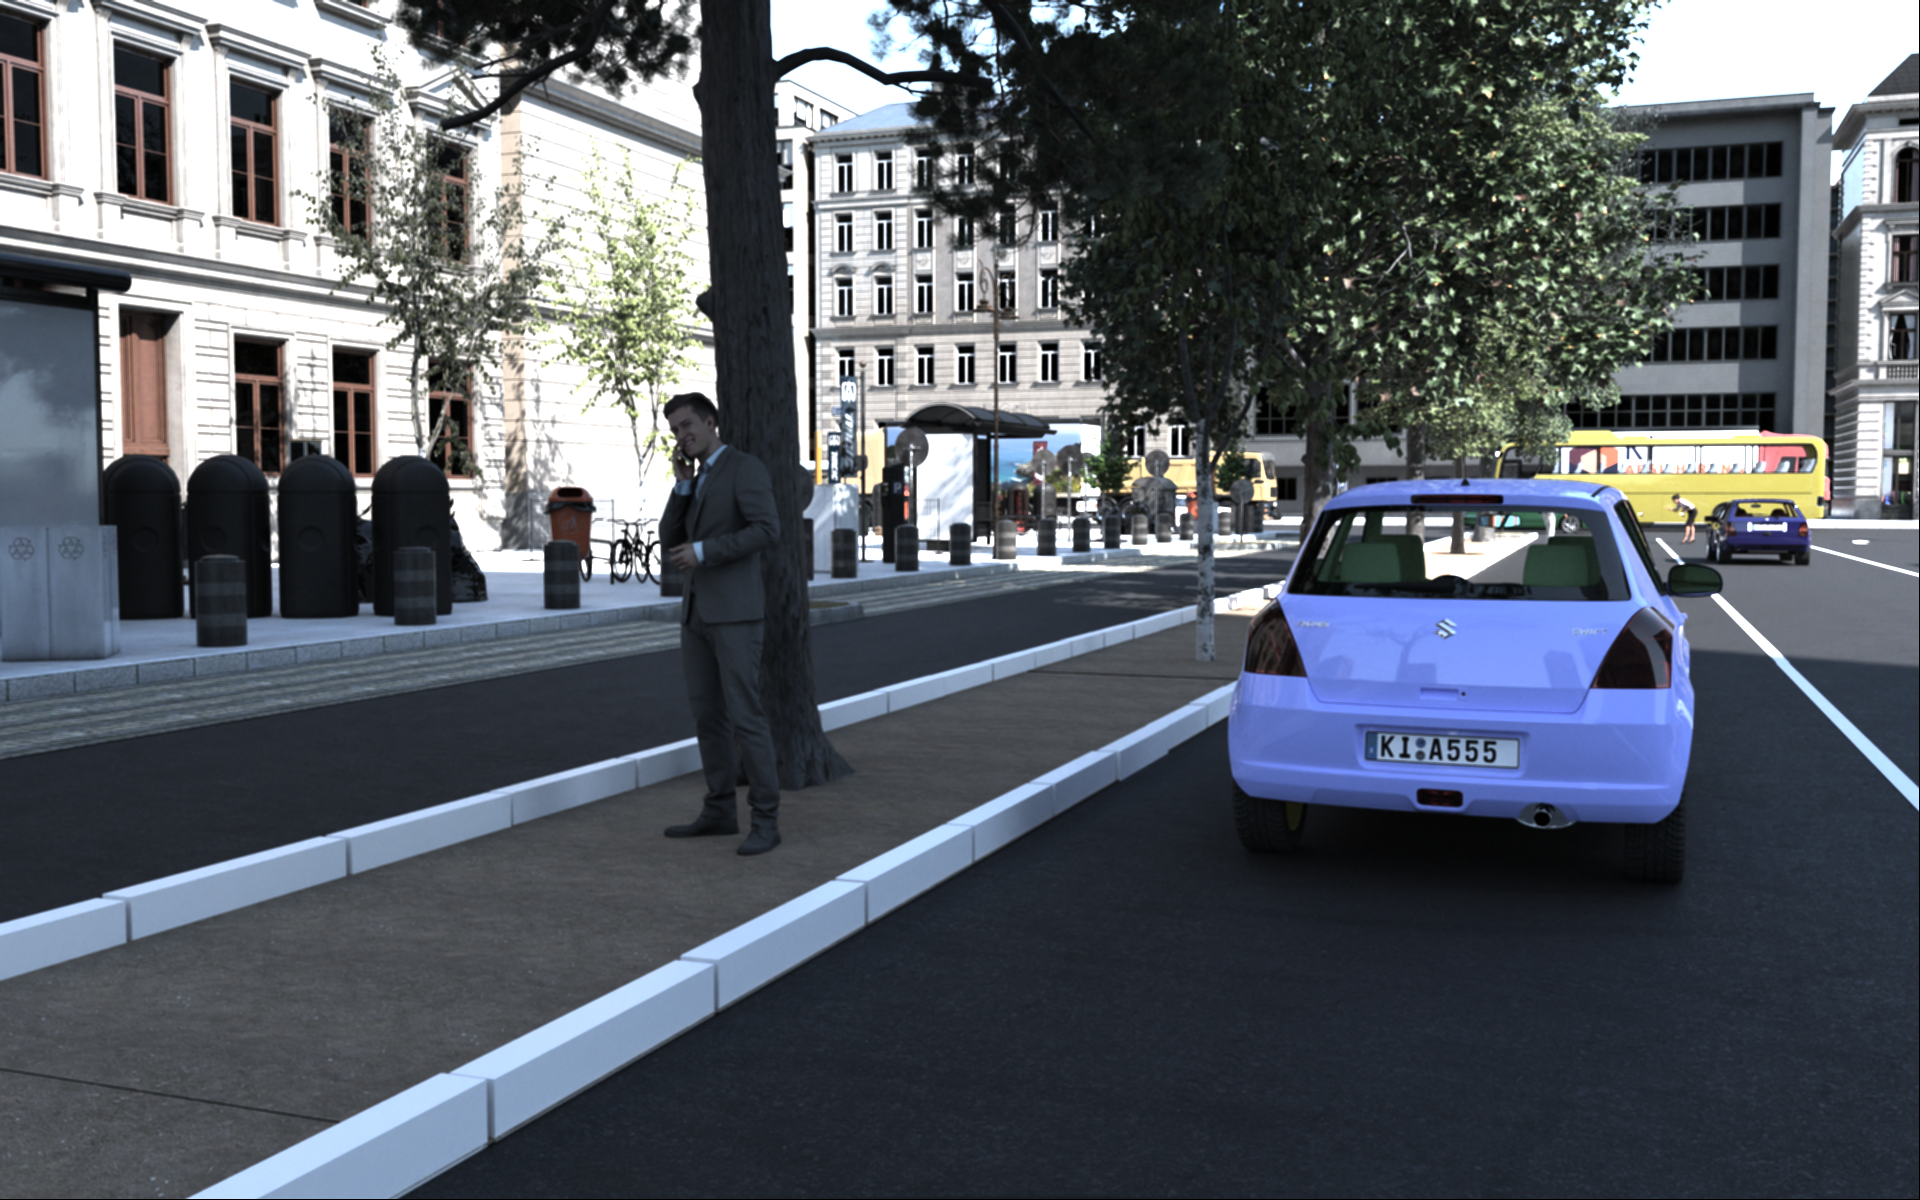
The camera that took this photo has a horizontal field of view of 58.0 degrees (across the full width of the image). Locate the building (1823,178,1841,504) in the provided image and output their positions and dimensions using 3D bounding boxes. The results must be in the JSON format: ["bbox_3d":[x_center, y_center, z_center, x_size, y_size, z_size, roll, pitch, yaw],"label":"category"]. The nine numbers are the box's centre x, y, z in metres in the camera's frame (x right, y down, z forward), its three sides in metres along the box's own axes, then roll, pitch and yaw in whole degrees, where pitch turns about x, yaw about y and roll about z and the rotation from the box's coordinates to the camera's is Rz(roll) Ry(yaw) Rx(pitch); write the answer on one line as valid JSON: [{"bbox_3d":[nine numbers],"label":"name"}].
[{"bbox_3d":[125.264,-35.455,234.313,28.867,44.769,22.147,1,4,21],"label":"building"}]

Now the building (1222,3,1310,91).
[{"bbox_3d":[33.677,-53.953,194.800,31.000,86.520,22.319,1,4,21],"label":"building"}]

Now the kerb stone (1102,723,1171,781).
[{"bbox_3d":[0.919,0.800,9.123,0.120,0.150,1.000,1,4,21],"label":"kerb stone"}]

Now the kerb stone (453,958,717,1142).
[{"bbox_3d":[-0.907,1.102,4.313,0.120,0.150,1.000,1,4,21],"label":"kerb stone"}]

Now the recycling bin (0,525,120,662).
[{"bbox_3d":[-7.068,-0.065,13.612,0.722,1.027,0.722,-1,4,-16],"label":"recycling bin"}]

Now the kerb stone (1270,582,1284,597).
[{"bbox_3d":[4.367,-0.127,24.273,0.120,0.150,1.000,1,4,21],"label":"kerb stone"}]

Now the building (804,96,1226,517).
[{"bbox_3d":[4.614,-18.791,104.503,25.104,27.353,12.463,1,4,21],"label":"building"}]

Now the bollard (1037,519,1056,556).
[{"bbox_3d":[1.805,-1.307,36.082,0.404,0.777,0.398,0,3,0],"label":"bollard"}]

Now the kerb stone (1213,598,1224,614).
[{"bbox_3d":[2.917,0.114,20.428,0.120,0.150,1.000,1,4,21],"label":"kerb stone"}]

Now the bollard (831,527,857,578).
[{"bbox_3d":[-1.782,-0.725,26.566,0.404,0.777,0.398,0,3,0],"label":"bollard"}]

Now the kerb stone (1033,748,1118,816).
[{"bbox_3d":[0.541,0.858,8.162,0.120,0.150,1.000,1,4,21],"label":"kerb stone"}]

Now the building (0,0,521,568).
[{"bbox_3d":[-18.210,-11.874,30.296,11.583,22.565,21.152,1,4,21],"label":"building"}]

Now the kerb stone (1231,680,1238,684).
[{"bbox_3d":[2.006,0.624,12.024,0.120,0.150,1.000,1,4,21],"label":"kerb stone"}]

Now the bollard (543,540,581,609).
[{"bbox_3d":[-4.469,-0.289,19.439,0.404,0.777,0.398,0,3,0],"label":"bollard"}]

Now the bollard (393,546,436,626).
[{"bbox_3d":[-5.368,-0.143,17.051,0.404,0.777,0.398,0,3,0],"label":"bollard"}]

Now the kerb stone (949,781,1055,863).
[{"bbox_3d":[0.177,0.917,7.197,0.120,0.150,1.000,1,4,21],"label":"kerb stone"}]

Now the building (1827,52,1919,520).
[{"bbox_3d":[54.269,-15.705,85.652,19.941,23.489,11.050,1,4,21],"label":"building"}]

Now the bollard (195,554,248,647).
[{"bbox_3d":[-6.260,0.003,14.674,0.404,0.777,0.398,0,3,0],"label":"bollard"}]

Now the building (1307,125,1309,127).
[{"bbox_3d":[20.348,-28.938,165.024,32.217,40.220,23.993,1,4,21],"label":"building"}]

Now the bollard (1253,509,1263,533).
[{"bbox_3d":[9.851,-2.614,57.449,0.404,0.777,0.398,0,3,0],"label":"bollard"}]

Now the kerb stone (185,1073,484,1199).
[{"bbox_3d":[-1.269,1.152,3.353,0.120,0.150,1.000,1,4,21],"label":"kerb stone"}]

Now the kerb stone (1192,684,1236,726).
[{"bbox_3d":[1.634,0.681,11.069,0.120,0.150,1.000,1,4,21],"label":"kerb stone"}]

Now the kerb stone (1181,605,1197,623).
[{"bbox_3d":[2.557,0.167,19.467,0.120,0.150,1.000,1,4,21],"label":"kerb stone"}]

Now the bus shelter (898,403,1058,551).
[{"bbox_3d":[0.522,-2.882,41.042,2.014,3.302,5.546,1,4,21],"label":"bus shelter"}]

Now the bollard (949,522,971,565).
[{"bbox_3d":[0.006,-1.016,31.322,0.404,0.777,0.398,0,3,0],"label":"bollard"}]

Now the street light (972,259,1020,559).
[{"bbox_3d":[0.717,-3.757,34.220,0.468,5.910,1.993,1,4,21],"label":"street light"}]

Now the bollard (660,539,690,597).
[{"bbox_3d":[-3.577,-0.434,21.809,0.404,0.777,0.398,0,3,0],"label":"bollard"}]

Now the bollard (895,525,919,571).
[{"bbox_3d":[-0.886,-0.870,28.940,0.404,0.777,0.398,0,3,0],"label":"bollard"}]

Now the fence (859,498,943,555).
[{"bbox_3d":[-1.500,-1.563,36.751,2.264,1.192,0.480,0,4,-4],"label":"fence"}]

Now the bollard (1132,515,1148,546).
[{"bbox_3d":[4.483,-1.742,43.193,0.404,0.777,0.398,0,3,0],"label":"bollard"}]

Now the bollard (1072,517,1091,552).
[{"bbox_3d":[2.698,-1.452,38.452,0.404,0.777,0.398,0,3,0],"label":"bollard"}]

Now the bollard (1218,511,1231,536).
[{"bbox_3d":[8.058,-2.323,52.691,0.404,0.777,0.398,0,3,0],"label":"bollard"}]

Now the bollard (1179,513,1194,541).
[{"bbox_3d":[6.270,-2.032,47.938,0.404,0.777,0.398,0,3,0],"label":"bollard"}]

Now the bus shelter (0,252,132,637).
[{"bbox_3d":[-10.250,-2.127,12.413,2.179,5.291,8.768,1,4,20],"label":"bus shelter"}]

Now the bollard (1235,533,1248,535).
[{"bbox_3d":[8.951,-2.467,55.060,0.404,0.777,0.398,0,3,0],"label":"bollard"}]

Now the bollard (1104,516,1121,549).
[{"bbox_3d":[3.587,-1.597,40.824,0.404,0.777,0.398,0,3,0],"label":"bollard"}]

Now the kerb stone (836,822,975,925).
[{"bbox_3d":[-0.184,0.976,6.238,0.120,0.150,1.000,1,4,21],"label":"kerb stone"}]

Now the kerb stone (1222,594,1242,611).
[{"bbox_3d":[3.284,0.054,21.385,0.120,0.150,1.000,1,4,21],"label":"kerb stone"}]

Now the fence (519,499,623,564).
[{"bbox_3d":[-7.270,-1.297,32.412,2.264,1.192,0.480,2,4,32],"label":"fence"}]

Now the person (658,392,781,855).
[{"bbox_3d":[-1.002,0.078,7.039,0.447,1.846,0.655,-3,5,-43],"label":"person"}]

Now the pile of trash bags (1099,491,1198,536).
[{"bbox_3d":[6.226,-2.748,54.683,3.447,1.369,1.912,-2,4,-27],"label":"pile of trash bags"}]

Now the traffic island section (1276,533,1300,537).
[{"bbox_3d":[11.879,-2.201,58.270,2.009,0.180,2.903,1,4,21],"label":"traffic island section"}]

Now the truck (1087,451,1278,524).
[{"bbox_3d":[10.482,-5.135,79.877,9.791,3.379,3.469,1,4,22],"label":"truck"}]

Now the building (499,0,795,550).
[{"bbox_3d":[-17.992,-15.993,48.878,23.554,28.519,14.401,1,4,21],"label":"building"}]

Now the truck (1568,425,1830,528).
[{"bbox_3d":[30.762,-5.105,72.379,11.283,4.237,2.839,1,4,20],"label":"truck"}]

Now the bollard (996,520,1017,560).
[{"bbox_3d":[0.907,-1.162,33.708,0.404,0.777,0.398,0,3,0],"label":"bollard"}]

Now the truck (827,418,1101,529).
[{"bbox_3d":[-0.295,-4.765,66.826,11.283,4.237,2.839,1,4,22],"label":"truck"}]

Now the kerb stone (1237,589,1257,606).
[{"bbox_3d":[3.644,-0.010,22.352,0.120,0.150,1.000,1,4,21],"label":"kerb stone"}]

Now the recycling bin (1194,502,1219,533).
[{"bbox_3d":[8.006,-2.714,56.925,0.722,1.027,0.722,-3,4,-36],"label":"recycling bin"}]

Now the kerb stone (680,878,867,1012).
[{"bbox_3d":[-0.546,1.037,5.272,0.120,0.150,1.000,1,4,21],"label":"kerb stone"}]

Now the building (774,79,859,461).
[{"bbox_3d":[-21.869,-19.211,118.609,34.151,26.468,19.350,1,4,21],"label":"building"}]

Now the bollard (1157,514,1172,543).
[{"bbox_3d":[5.375,-1.887,45.569,0.404,0.777,0.398,0,3,0],"label":"bollard"}]

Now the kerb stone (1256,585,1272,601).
[{"bbox_3d":[4.009,-0.066,23.312,0.120,0.150,1.000,1,4,21],"label":"kerb stone"}]

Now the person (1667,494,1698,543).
[{"bbox_3d":[20.964,-2.356,50.203,0.799,1.438,0.628,-3,4,-37],"label":"person"}]

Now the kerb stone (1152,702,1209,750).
[{"bbox_3d":[1.268,0.745,10.092,0.120,0.150,1.000,1,4,21],"label":"kerb stone"}]

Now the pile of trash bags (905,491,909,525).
[{"bbox_3d":[-0.937,-2.903,57.211,1.912,1.369,3.447,3,5,41],"label":"pile of trash bags"}]

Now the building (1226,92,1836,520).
[{"bbox_3d":[30.643,-16.905,95.461,30.058,24.678,14.314,1,4,21],"label":"building"}]

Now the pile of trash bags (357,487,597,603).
[{"bbox_3d":[-6.209,-0.702,21.232,3.447,1.369,1.912,-1,4,-12],"label":"pile of trash bags"}]
